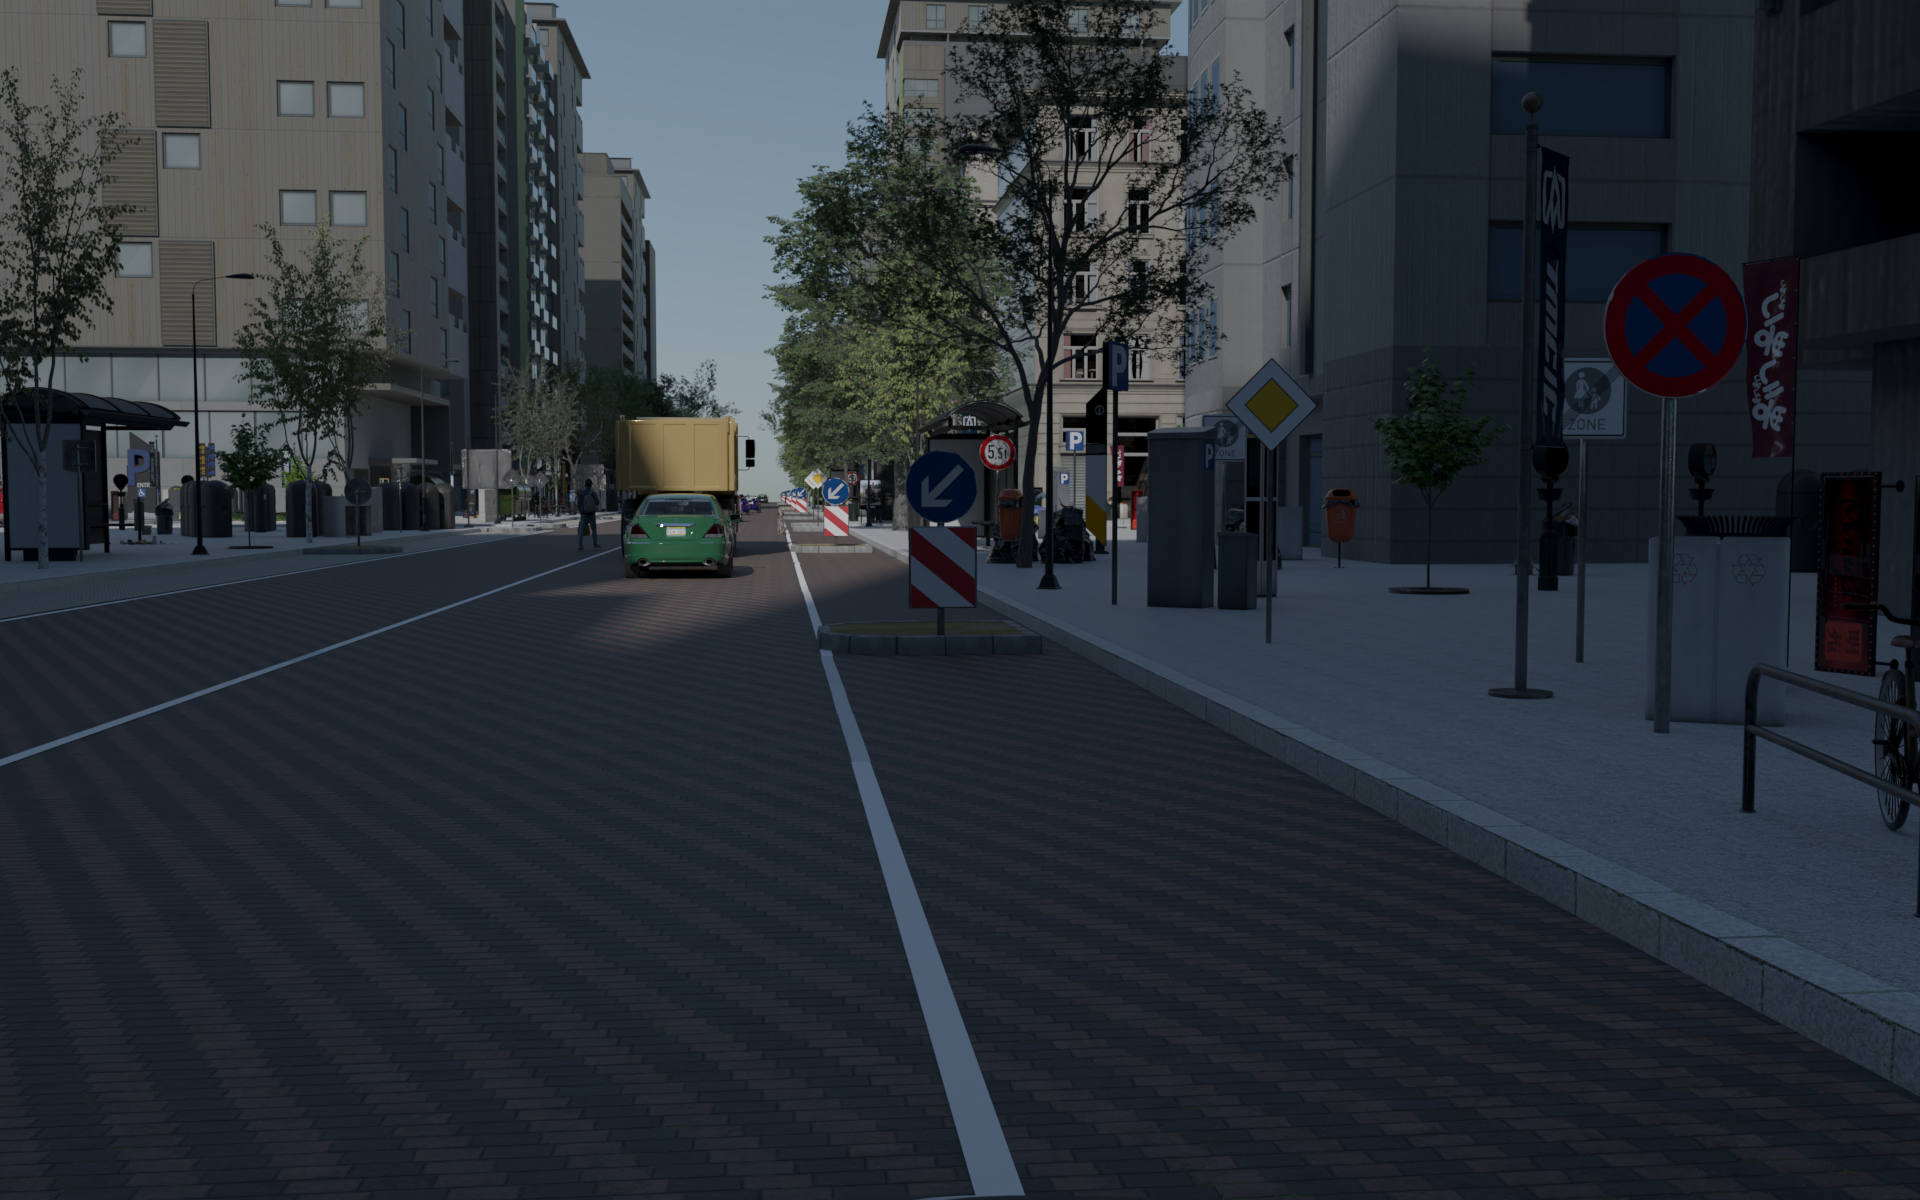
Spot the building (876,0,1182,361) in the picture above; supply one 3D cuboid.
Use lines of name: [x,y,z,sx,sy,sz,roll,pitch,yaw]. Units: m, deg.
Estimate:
building: [6.410,-36.252,181.966,28.713,52.752,27.495,0,4,-6]

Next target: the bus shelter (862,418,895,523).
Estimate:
bus shelter: [-3.413,-6.320,80.970,2.179,5.291,8.768,0,4,-6]

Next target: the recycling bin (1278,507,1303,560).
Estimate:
recycling bin: [6.298,-1.303,33.855,0.722,1.027,0.722,0,4,4]

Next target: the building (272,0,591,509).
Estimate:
building: [-56.112,-36.786,190.682,28.713,52.752,27.495,0,4,-6]

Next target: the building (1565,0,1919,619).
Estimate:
building: [15.270,-14.894,15.225,14.160,30.474,14.107,0,4,-6]

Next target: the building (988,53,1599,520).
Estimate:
building: [17.026,-15.895,93.161,30.059,22.955,16.112,0,4,-6]

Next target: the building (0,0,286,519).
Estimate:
building: [-43.801,-31.130,98.215,28.713,52.752,27.495,0,4,-6]

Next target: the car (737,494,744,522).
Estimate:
car: [-12.331,-4.937,89.390,2.281,1.827,5.304,0,4,-5]

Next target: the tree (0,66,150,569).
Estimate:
tree: [-15.975,-4.844,29.570,4.360,8.622,3.978,0,3,0]

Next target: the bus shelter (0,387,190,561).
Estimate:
bus shelter: [-17.719,-2.541,35.477,2.014,3.302,5.546,0,4,-6]

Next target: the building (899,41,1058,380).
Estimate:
building: [1.270,-29.193,160.899,14.154,41.232,14.086,0,4,-6]

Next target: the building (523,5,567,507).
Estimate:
building: [-50.078,-33.162,161.803,23.786,49.044,30.456,0,4,-6]

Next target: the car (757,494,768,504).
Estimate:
car: [-29.509,-15.223,258.687,2.009,1.686,4.222,0,4,-5]

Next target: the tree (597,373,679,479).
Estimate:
tree: [-29.967,-15.137,164.497,9.611,12.733,9.660,0,3,0]

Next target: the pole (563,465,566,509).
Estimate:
pole: [-27.535,-7.750,120.560,0.158,3.312,0.155,0,3,0]

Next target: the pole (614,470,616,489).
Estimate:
pole: [-29.032,-9.285,145.653,0.158,3.312,0.155,0,3,0]

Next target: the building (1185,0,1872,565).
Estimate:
building: [16.763,-30.749,44.753,21.231,58.520,28.212,0,4,-6]

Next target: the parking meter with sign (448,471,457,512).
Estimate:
parking meter with sign: [-35.398,-7.627,120.959,0.543,3.016,1.738,-1,4,-14]

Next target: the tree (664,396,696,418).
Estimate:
tree: [-32.550,-16.468,187.372,7.486,12.596,7.792,0,3,0]

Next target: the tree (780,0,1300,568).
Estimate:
tree: [1.165,-5.815,29.487,8.767,10.594,7.601,-1,4,-11]

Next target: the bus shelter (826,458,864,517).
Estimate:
bus shelter: [-6.677,-6.503,100.248,2.014,3.302,5.546,0,4,-6]

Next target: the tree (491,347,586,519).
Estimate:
tree: [-21.930,-8.416,87.970,4.360,8.622,3.978,0,3,0]

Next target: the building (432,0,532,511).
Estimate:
building: [-41.020,-27.419,131.895,14.154,41.232,14.086,0,4,-6]

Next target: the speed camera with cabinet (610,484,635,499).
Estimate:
speed camera with cabinet: [-28.802,-9.386,147.791,2.038,3.252,0.660,0,4,-1]

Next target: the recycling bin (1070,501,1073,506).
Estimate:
recycling bin: [3.884,-3.280,66.176,0.722,1.027,0.722,1,4,18]

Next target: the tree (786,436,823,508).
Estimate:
tree: [-12.802,-14.595,164.380,9.928,11.665,9.643,0,3,0]

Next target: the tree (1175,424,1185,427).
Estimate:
tree: [9.360,-4.864,63.238,4.285,4.588,4.351,0,3,0]

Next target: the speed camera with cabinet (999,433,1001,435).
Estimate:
speed camera with cabinet: [0.317,-3.049,44.180,2.038,3.252,0.660,0,4,-1]

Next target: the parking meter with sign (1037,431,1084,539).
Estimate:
parking meter with sign: [2.762,-3.202,48.621,0.543,3.016,1.738,-2,4,-29]

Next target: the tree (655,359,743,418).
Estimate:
tree: [-36.836,-23.601,241.766,12.611,20.169,13.585,0,3,0]

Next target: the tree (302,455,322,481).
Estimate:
tree: [-28.679,-4.913,74.932,1.663,3.219,1.824,0,3,0]

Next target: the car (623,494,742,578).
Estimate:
car: [-4.983,-1.174,30.996,2.131,1.459,4.920,0,4,-7]

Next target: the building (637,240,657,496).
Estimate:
building: [-59.016,-39.405,294.382,14.600,45.320,14.200,0,4,-6]

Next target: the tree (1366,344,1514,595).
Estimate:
tree: [6.034,-1.710,22.560,1.663,3.219,1.824,0,3,0]

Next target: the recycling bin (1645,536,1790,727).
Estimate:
recycling bin: [4.357,0.159,9.958,0.722,1.027,0.722,2,4,25]

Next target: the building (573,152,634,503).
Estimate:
building: [-58.315,-38.182,247.984,21.300,48.544,21.600,0,4,-6]

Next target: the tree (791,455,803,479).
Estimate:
tree: [-18.104,-15.946,211.082,4.737,8.622,4.395,0,3,0]

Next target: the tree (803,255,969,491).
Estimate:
tree: [-1.519,-6.235,52.311,4.737,8.622,4.395,0,3,0]

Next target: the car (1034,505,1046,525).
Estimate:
car: [1.990,-3.772,71.267,3.694,1.707,1.945,0,4,-7]

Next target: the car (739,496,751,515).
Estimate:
car: [-15.337,-6.521,119.194,1.945,1.354,3.894,0,4,-7]

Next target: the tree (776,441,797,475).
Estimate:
tree: [-27.016,-23.441,293.636,12.009,13.543,11.850,0,3,0]

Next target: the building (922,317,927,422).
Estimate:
building: [2.072,-16.971,142.107,10.561,19.102,19.286,0,4,-6]

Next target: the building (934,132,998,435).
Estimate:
building: [5.492,-20.385,120.682,14.401,28.519,23.554,0,4,-6]

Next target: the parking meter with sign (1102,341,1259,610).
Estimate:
parking meter with sign: [2.508,-1.427,19.596,1.738,3.016,0.543,2,4,30]

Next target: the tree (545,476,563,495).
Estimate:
tree: [-34.190,-9.334,147.218,1.663,3.219,1.824,0,3,0]

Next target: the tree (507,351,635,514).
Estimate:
tree: [-24.956,-10.884,112.363,8.767,10.594,7.601,-1,4,-19]

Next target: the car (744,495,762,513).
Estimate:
car: [-16.027,-7.279,131.594,1.945,1.354,3.894,0,4,-5]

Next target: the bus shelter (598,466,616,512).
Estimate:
bus shelter: [-25.754,-7.928,123.538,2.014,3.302,5.546,0,4,-6]

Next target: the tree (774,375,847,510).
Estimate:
tree: [-10.795,-13.355,136.474,7.486,12.596,7.792,0,3,0]

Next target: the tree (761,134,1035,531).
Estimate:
tree: [-2.150,-9.389,60.163,9.857,13.997,8.962,0,3,0]

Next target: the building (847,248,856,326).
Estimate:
building: [-7.903,-41.352,295.709,23.786,49.044,30.456,0,4,-6]

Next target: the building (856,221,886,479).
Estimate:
building: [-8.465,-35.139,258.120,14.154,41.232,14.086,0,4,-6]

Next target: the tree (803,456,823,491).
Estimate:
tree: [-11.512,-11.897,144.870,4.360,8.622,3.978,0,3,0]

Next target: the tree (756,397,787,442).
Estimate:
tree: [-25.559,-25.373,270.742,12.611,20.169,13.585,0,3,0]

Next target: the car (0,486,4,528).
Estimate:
car: [-40.162,-3.696,69.100,5.304,1.827,2.281,0,4,-7]

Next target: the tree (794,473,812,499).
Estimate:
tree: [-21.024,-15.525,237.554,4.285,4.588,4.351,0,3,0]

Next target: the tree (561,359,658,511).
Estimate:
tree: [-26.830,-12.752,134.250,9.928,11.665,9.643,0,3,0]

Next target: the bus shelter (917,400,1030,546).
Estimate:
bus shelter: [0.245,-2.822,40.058,2.014,3.302,5.546,0,4,-6]

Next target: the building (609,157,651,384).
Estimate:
building: [-63.774,-41.803,272.720,28.713,52.752,27.495,0,4,-6]
